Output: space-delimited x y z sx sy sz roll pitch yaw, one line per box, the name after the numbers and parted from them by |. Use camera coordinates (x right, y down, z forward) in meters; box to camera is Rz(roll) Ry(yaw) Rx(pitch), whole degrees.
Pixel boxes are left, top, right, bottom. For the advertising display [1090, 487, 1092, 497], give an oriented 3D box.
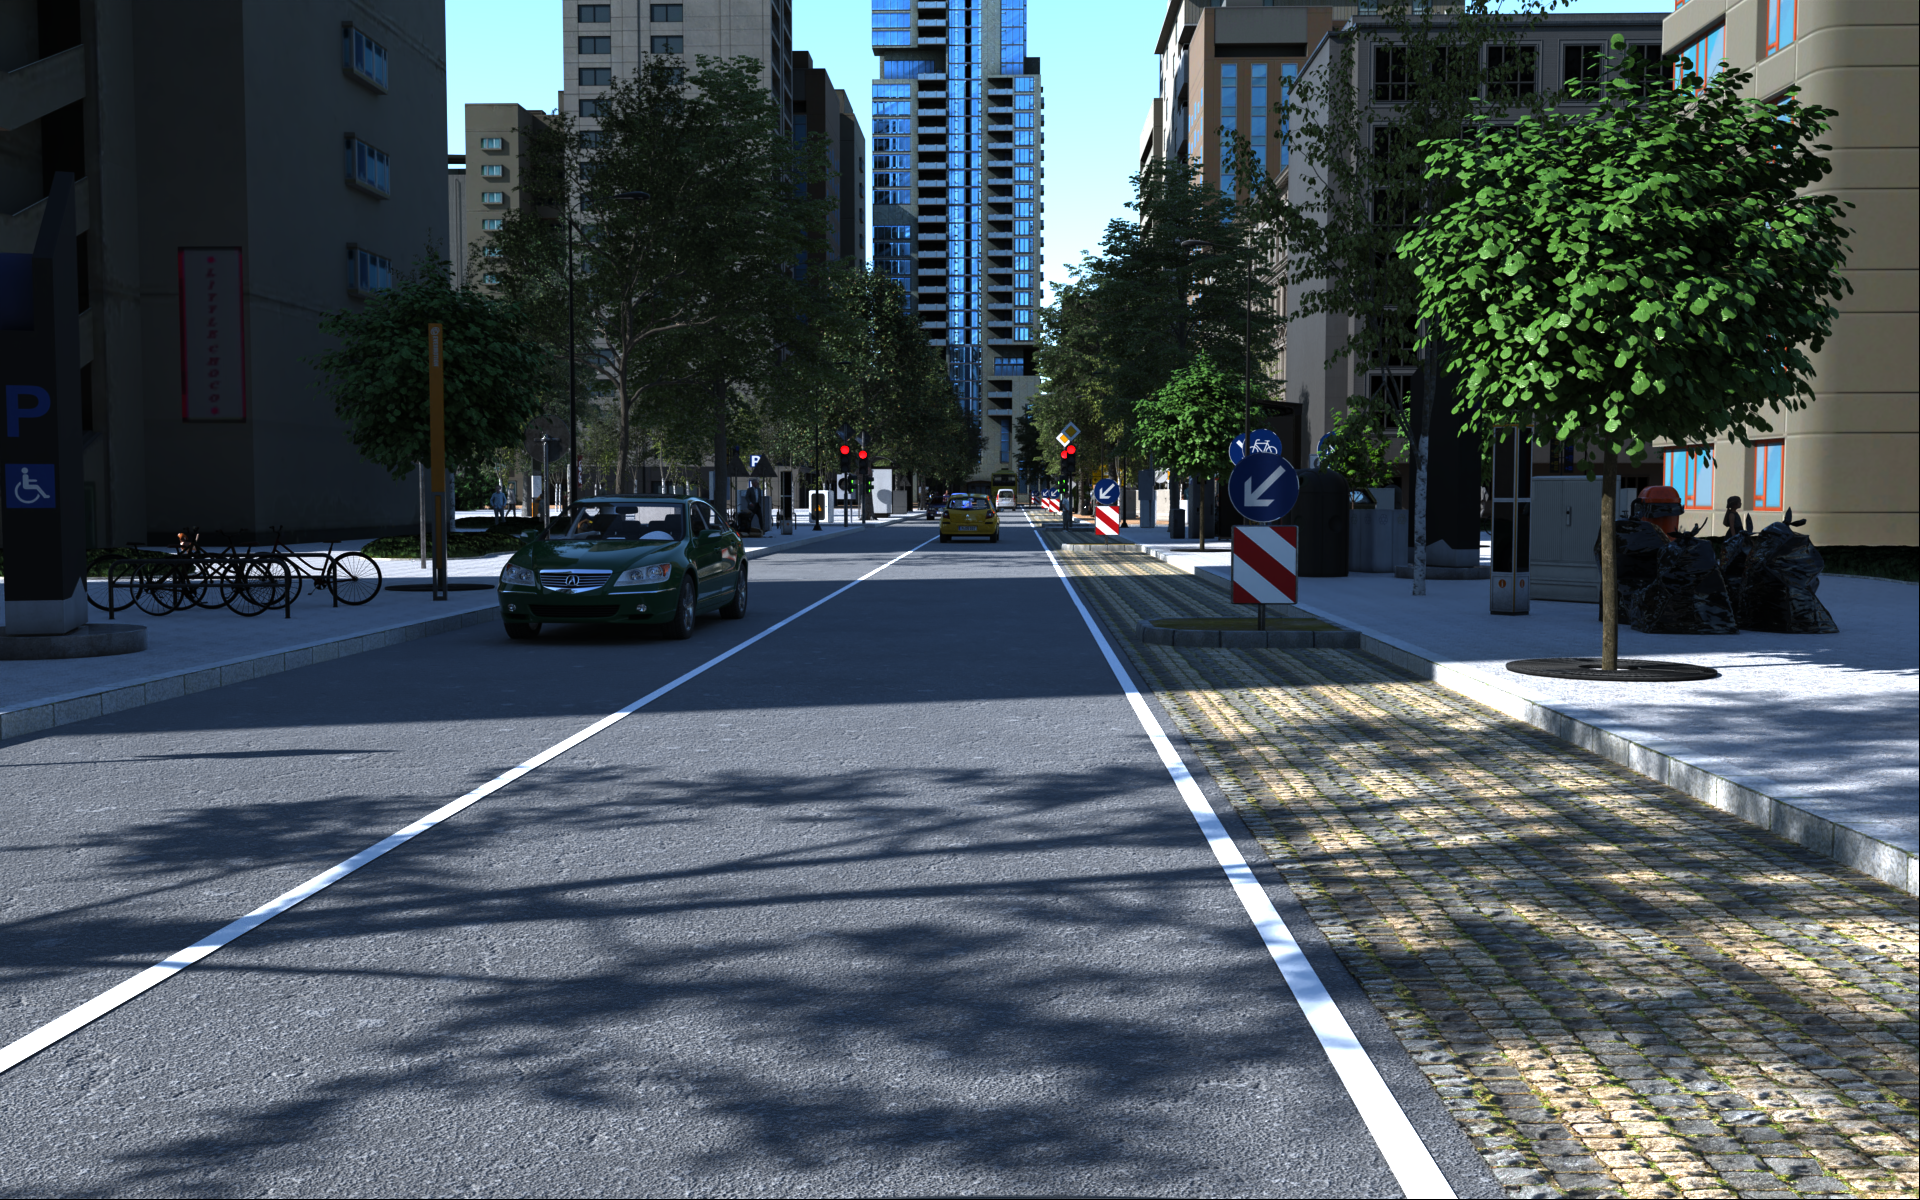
10.763 -8.409 142.694 0.123 1.923 0.974 -1 4 -18 | advertising display

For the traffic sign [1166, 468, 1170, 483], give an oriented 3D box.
10.252 -5.222 85.120 0.795 2.593 0.064 0 4 3 | traffic sign

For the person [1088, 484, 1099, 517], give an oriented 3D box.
7.362 -5.441 95.100 0.767 1.812 0.694 -3 5 -41 | person

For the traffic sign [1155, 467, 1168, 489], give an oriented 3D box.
9.542 -5.047 82.620 0.768 2.556 0.104 0 4 8 | traffic sign

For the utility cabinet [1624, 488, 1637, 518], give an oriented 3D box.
24.896 -3.421 64.607 0.318 1.500 1.173 3 4 36 | utility cabinet

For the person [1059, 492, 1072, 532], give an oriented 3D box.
3.999 -3.304 65.113 0.523 1.515 0.503 -1 4 -10 | person

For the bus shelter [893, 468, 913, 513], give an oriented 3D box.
-4.033 -8.079 123.378 1.731 3.624 6.357 0 4 2 | bus shelter

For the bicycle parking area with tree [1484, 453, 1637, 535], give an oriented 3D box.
21.175 -4.006 52.495 9.016 4.147 8.231 -2 4 -25 | bicycle parking area with tree

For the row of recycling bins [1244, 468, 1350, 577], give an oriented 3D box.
5.510 -1.299 28.358 1.069 1.692 3.534 0 4 -6 | row of recycling bins

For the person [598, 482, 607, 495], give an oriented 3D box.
-13.994 -3.766 68.166 0.362 1.759 0.519 -3 5 -44 | person

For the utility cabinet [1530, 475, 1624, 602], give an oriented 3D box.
7.260 -0.733 20.661 0.318 1.500 1.173 -2 4 -33 | utility cabinet

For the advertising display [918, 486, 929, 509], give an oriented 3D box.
-3.008 -8.423 142.921 0.974 1.923 0.123 -1 4 -23 | advertising display

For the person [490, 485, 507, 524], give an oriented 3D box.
-16.064 -3.208 60.306 0.589 1.601 0.330 0 4 -3 | person

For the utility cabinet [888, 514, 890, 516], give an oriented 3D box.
-4.524 -5.419 99.759 1.020 1.237 0.306 -1 4 -23 | utility cabinet

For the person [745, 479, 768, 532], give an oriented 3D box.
-6.761 -3.120 57.456 0.834 1.777 0.661 3 5 40 | person

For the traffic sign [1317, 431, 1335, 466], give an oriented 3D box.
7.589 -2.133 34.989 0.768 2.556 0.104 1 4 10 | traffic sign

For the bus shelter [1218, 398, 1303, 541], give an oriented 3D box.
7.545 -3.271 44.765 1.731 3.624 6.357 0 4 2 | bus shelter

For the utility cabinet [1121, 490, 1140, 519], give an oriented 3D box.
9.631 -5.350 96.153 1.173 1.500 0.318 2 4 33 | utility cabinet

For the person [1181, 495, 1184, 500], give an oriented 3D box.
13.468 -5.723 104.283 0.373 1.253 0.362 1 4 19 | person

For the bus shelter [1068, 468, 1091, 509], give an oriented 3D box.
8.533 -8.124 126.758 2.014 3.302 5.546 0 4 2 | bus shelter

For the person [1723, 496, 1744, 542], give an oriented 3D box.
12.011 -0.985 26.823 0.373 1.253 0.362 3 5 41 | person

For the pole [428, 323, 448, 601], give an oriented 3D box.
-6.276 -1.650 20.823 0.158 3.312 0.155 0 3 0 | pole

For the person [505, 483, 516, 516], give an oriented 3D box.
-21.629 -4.718 83.372 0.728 1.800 0.709 -3 4 -36 | person

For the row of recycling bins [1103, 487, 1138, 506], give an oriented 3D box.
9.217 -5.658 99.625 1.069 1.692 3.534 3 4 36 | row of recycling bins

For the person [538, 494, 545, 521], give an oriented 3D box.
-15.041 -3.184 62.379 0.640 1.303 0.475 0 4 -4 | person

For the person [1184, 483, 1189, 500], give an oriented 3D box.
11.965 -5.224 91.325 0.748 1.841 0.638 -1 4 -14 | person

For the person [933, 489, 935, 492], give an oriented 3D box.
-2.773 -10.732 181.528 0.705 1.822 1.348 1 4 17 | person

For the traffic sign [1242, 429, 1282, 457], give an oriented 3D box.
5.898 -2.066 33.892 0.768 2.556 0.104 0 4 7 | traffic sign

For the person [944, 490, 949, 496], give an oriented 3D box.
-0.947 -6.631 117.754 0.563 1.720 0.643 -3 5 -44 | person

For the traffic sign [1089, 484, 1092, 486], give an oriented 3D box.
11.408 -9.030 147.750 0.768 2.556 0.104 0 4 7 | traffic sign

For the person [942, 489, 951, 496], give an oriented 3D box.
-1.479 -12.013 202.476 1.348 1.821 0.705 0 4 7 | person

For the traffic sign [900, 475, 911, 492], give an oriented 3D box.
-3.692 -7.053 115.320 0.884 2.594 0.081 0 4 7 | traffic sign

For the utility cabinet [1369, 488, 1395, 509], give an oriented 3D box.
15.601 -3.422 64.629 1.173 1.500 0.318 -1 4 -15 | utility cabinet

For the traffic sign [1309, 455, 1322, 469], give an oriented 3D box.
9.217 -2.580 44.318 0.606 2.300 0.079 0 4 5 | traffic sign

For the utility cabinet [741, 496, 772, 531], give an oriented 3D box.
-7.075 -3.003 60.268 1.020 1.237 0.306 1 4 13 | utility cabinet

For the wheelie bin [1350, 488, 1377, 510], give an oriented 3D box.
8.956 -1.883 38.703 0.693 1.594 0.980 1 4 11 | wheelie bin

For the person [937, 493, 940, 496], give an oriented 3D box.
-2.636 -11.006 186.718 1.217 1.743 0.721 0 4 5 | person

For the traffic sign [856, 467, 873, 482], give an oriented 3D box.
-4.321 -4.776 78.187 0.768 2.556 0.104 0 4 5 | traffic sign

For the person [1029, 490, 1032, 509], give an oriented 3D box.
6.606 -9.388 161.995 0.705 1.824 1.348 0 4 3 | person

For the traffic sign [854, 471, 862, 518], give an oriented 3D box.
-5.373 -5.626 92.085 0.768 2.556 0.104 1 4 9 | traffic sign

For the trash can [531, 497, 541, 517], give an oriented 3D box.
-18.734 -4.008 77.177 0.748 1.137 0.748 0 3 0 | trash can

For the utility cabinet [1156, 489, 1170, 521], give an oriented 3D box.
9.737 -4.475 81.842 0.318 1.500 1.173 -3 5 -39 | utility cabinet

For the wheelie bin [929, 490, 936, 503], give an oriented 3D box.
-2.385 -8.591 148.366 0.693 1.594 0.980 0 4 -4 | wheelie bin

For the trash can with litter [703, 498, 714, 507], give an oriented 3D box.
-7.458 -2.339 49.630 0.624 1.170 1.055 1 4 13 | trash can with litter

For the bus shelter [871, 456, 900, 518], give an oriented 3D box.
-4.291 -6.192 95.163 2.014 3.302 5.546 0 4 2 | bus shelter

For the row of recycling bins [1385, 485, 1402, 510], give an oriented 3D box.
17.489 -4.188 75.583 3.534 1.692 1.069 0 4 7 | row of recycling bins

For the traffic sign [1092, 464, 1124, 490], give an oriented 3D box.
9.874 -7.413 115.076 2.265 3.308 0.079 0 4 3 | traffic sign

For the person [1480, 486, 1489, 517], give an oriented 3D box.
24.280 -4.555 80.626 0.679 1.850 0.850 3 4 36 | person

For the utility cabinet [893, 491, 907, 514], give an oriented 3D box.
-3.911 -6.107 108.533 1.173 1.500 0.318 -2 4 -33 | utility cabinet
